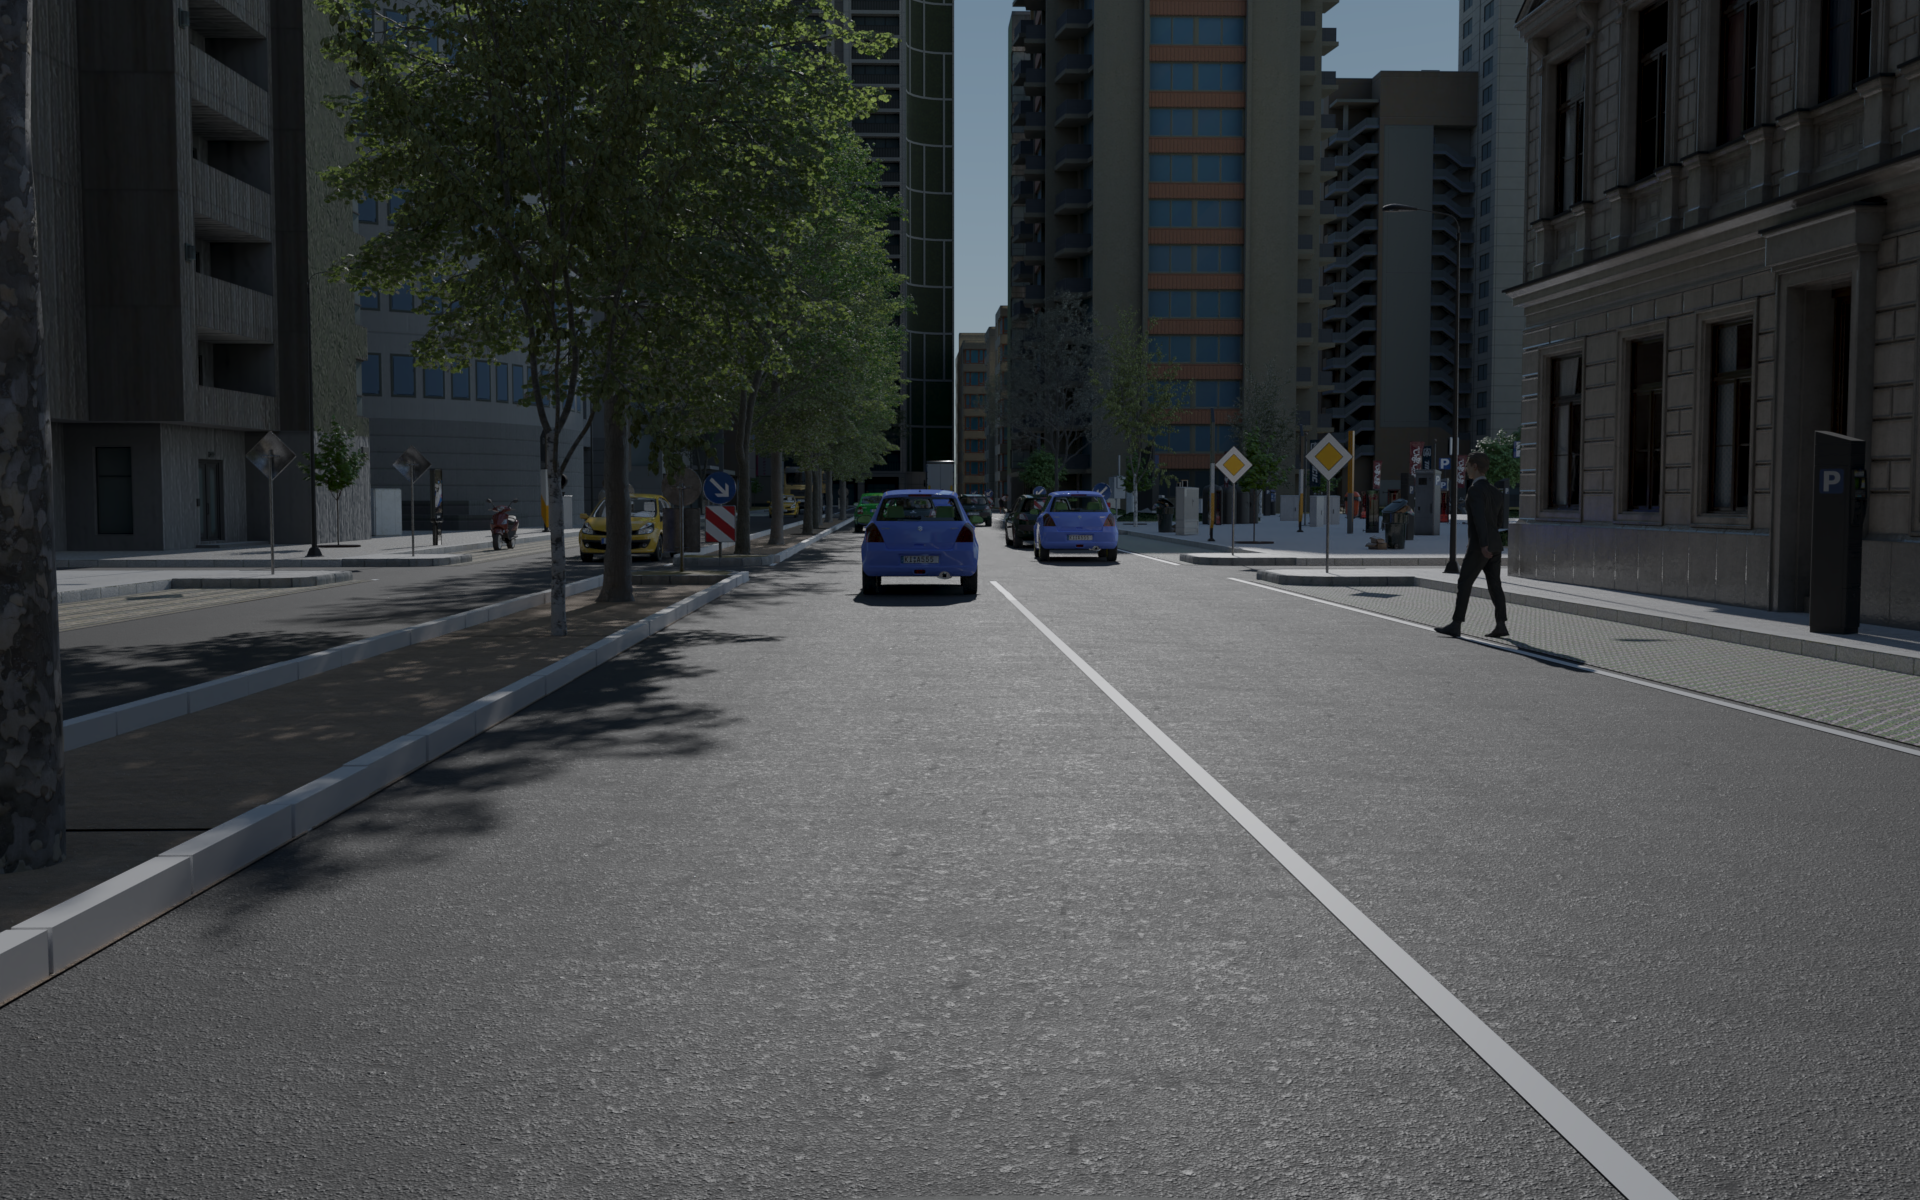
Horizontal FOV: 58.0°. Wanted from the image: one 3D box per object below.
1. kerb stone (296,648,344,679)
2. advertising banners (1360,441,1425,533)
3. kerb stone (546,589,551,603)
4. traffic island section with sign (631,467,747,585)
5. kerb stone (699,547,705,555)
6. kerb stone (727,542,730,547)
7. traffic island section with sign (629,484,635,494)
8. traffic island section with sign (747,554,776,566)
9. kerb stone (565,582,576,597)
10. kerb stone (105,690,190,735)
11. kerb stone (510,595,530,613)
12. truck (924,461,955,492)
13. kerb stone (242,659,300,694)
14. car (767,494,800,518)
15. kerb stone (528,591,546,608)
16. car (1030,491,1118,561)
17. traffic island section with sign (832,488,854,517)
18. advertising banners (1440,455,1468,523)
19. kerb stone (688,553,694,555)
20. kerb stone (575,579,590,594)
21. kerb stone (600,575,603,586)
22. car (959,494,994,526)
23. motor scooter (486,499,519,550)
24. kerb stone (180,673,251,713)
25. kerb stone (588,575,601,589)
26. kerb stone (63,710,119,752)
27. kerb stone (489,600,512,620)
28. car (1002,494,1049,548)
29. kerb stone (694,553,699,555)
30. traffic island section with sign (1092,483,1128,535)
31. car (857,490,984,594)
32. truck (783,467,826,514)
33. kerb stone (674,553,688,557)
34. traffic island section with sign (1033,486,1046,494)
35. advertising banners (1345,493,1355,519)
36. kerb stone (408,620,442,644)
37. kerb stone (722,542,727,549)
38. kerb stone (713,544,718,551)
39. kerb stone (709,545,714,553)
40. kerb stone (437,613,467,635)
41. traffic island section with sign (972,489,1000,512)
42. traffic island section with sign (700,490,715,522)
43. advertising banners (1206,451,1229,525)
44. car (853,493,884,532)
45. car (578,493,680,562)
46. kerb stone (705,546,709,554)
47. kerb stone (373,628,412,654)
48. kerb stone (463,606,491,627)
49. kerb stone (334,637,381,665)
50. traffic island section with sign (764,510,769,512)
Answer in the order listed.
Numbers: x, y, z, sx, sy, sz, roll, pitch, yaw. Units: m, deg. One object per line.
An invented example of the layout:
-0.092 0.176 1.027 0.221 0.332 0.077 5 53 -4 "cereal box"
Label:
-5.148 0.520 13.783 0.120 0.150 1.000 0 4 -2 "kerb stone"
14.321 -3.729 57.150 2.074 3.025 0.090 0 4 -7 "advertising banners"
-5.462 -0.046 22.997 0.120 0.150 1.000 0 4 -2 "kerb stone"
-4.597 -1.220 28.086 2.006 1.907 1.989 0 4 -2 "traffic island section with sign"
-6.065 -1.084 39.920 0.120 0.150 1.000 0 4 -2 "kerb stone"
-6.286 -1.455 46.052 0.120 0.150 1.000 0 4 -2 "kerb stone"
-11.837 -3.215 61.201 1.989 1.847 2.006 0 4 -2 "traffic island section with sign"
-4.846 -1.673 35.489 2.006 1.907 1.989 0 4 -2 "traffic island section with sign"
-5.510 -0.110 24.022 0.120 0.150 1.000 0 4 -2 "kerb stone"
-5.046 0.702 10.711 0.120 0.150 1.000 0 4 -2 "kerb stone"
-5.403 0.076 20.953 0.120 0.150 1.000 0 4 -2 "kerb stone"
-1.801 -10.054 153.301 2.839 4.237 11.283 0 4 -1 "truck"
-5.114 0.578 12.754 0.120 0.150 1.000 0 4 -2 "kerb stone"
-10.659 -5.789 104.879 2.015 1.641 3.980 0 4 -3 "car"
-5.443 0.014 21.974 0.120 0.150 1.000 0 4 -2 "kerb stone"
2.519 -1.753 38.248 1.945 1.707 3.694 0 4 0 "car"
-7.481 -6.266 110.582 2.006 1.907 1.989 0 4 -2 "traffic island section with sign"
21.601 -4.967 77.406 2.074 3.025 0.090 1 4 11 "advertising banners"
-5.996 -0.948 37.867 0.120 0.150 1.000 0 4 -2 "kerb stone"
-5.547 -0.175 25.056 0.120 0.150 1.000 0 4 -2 "kerb stone"
-5.617 -0.300 27.101 0.120 0.150 1.000 0 4 -2 "kerb stone"
0.555 -4.203 78.505 2.009 1.686 4.222 0 4 -1 "car"
-11.716 -1.942 44.526 0.815 1.314 1.986 0 4 -1 "motor scooter"
-5.072 0.640 11.733 0.120 0.150 1.000 0 4 -2 "kerb stone"
-5.585 -0.237 26.077 0.120 0.150 1.000 0 4 -2 "kerb stone"
-5.006 0.765 9.683 0.120 0.150 1.000 0 4 -2 "kerb stone"
-5.360 0.139 19.918 0.120 0.150 1.000 0 4 -2 "kerb stone"
2.197 -2.300 47.392 2.009 1.686 4.222 0 4 -3 "car"
-6.029 -1.017 38.898 0.120 0.150 1.000 0 4 -2 "kerb stone"
4.832 -3.227 61.387 1.989 1.847 2.006 0 4 -2 "traffic island section with sign"
-0.598 -1.010 26.101 1.945 1.707 3.694 0 4 -1 "car"
-11.215 -7.892 124.962 3.469 3.379 9.791 0 4 -2 "truck"
-5.964 -0.895 36.834 0.120 0.150 1.000 0 4 -2 "kerb stone"
3.896 -4.875 88.326 1.989 1.847 2.006 0 4 -2 "traffic island section with sign"
20.910 -5.717 89.657 2.074 3.025 0.090 -1 4 -14 "advertising banners"
-5.258 0.328 16.849 0.120 0.150 1.000 0 4 -2 "kerb stone"
-6.241 -1.393 45.031 0.120 0.150 1.000 0 4 -2 "kerb stone"
-6.173 -1.272 42.987 0.120 0.150 1.000 0 4 -2 "kerb stone"
-6.133 -1.206 41.966 0.120 0.150 1.000 0 4 -2 "kerb stone"
-5.295 0.265 17.870 0.120 0.150 1.000 0 4 -2 "kerb stone"
2.164 -7.915 138.030 1.989 1.847 2.006 0 4 -2 "traffic island section with sign"
-12.771 -4.863 88.140 1.989 1.847 2.006 0 4 -2 "traffic island section with sign"
10.641 -4.594 71.307 0.090 3.025 2.074 -1 4 -17 "advertising banners"
-3.117 -3.518 66.309 1.959 1.807 4.718 0 4 -2 "car"
-7.210 -1.699 38.002 2.015 1.641 3.980 0 4 0 "car"
-6.102 -1.147 40.942 0.120 0.150 1.000 0 4 -2 "kerb stone"
-5.229 0.390 15.827 0.120 0.150 1.000 0 4 -2 "kerb stone"
-5.327 0.202 18.892 0.120 0.150 1.000 0 4 -2 "kerb stone"
-5.187 0.452 14.804 0.120 0.150 1.000 0 4 -2 "kerb stone"
-14.496 -7.871 137.319 1.989 1.847 2.006 0 4 -2 "traffic island section with sign"
